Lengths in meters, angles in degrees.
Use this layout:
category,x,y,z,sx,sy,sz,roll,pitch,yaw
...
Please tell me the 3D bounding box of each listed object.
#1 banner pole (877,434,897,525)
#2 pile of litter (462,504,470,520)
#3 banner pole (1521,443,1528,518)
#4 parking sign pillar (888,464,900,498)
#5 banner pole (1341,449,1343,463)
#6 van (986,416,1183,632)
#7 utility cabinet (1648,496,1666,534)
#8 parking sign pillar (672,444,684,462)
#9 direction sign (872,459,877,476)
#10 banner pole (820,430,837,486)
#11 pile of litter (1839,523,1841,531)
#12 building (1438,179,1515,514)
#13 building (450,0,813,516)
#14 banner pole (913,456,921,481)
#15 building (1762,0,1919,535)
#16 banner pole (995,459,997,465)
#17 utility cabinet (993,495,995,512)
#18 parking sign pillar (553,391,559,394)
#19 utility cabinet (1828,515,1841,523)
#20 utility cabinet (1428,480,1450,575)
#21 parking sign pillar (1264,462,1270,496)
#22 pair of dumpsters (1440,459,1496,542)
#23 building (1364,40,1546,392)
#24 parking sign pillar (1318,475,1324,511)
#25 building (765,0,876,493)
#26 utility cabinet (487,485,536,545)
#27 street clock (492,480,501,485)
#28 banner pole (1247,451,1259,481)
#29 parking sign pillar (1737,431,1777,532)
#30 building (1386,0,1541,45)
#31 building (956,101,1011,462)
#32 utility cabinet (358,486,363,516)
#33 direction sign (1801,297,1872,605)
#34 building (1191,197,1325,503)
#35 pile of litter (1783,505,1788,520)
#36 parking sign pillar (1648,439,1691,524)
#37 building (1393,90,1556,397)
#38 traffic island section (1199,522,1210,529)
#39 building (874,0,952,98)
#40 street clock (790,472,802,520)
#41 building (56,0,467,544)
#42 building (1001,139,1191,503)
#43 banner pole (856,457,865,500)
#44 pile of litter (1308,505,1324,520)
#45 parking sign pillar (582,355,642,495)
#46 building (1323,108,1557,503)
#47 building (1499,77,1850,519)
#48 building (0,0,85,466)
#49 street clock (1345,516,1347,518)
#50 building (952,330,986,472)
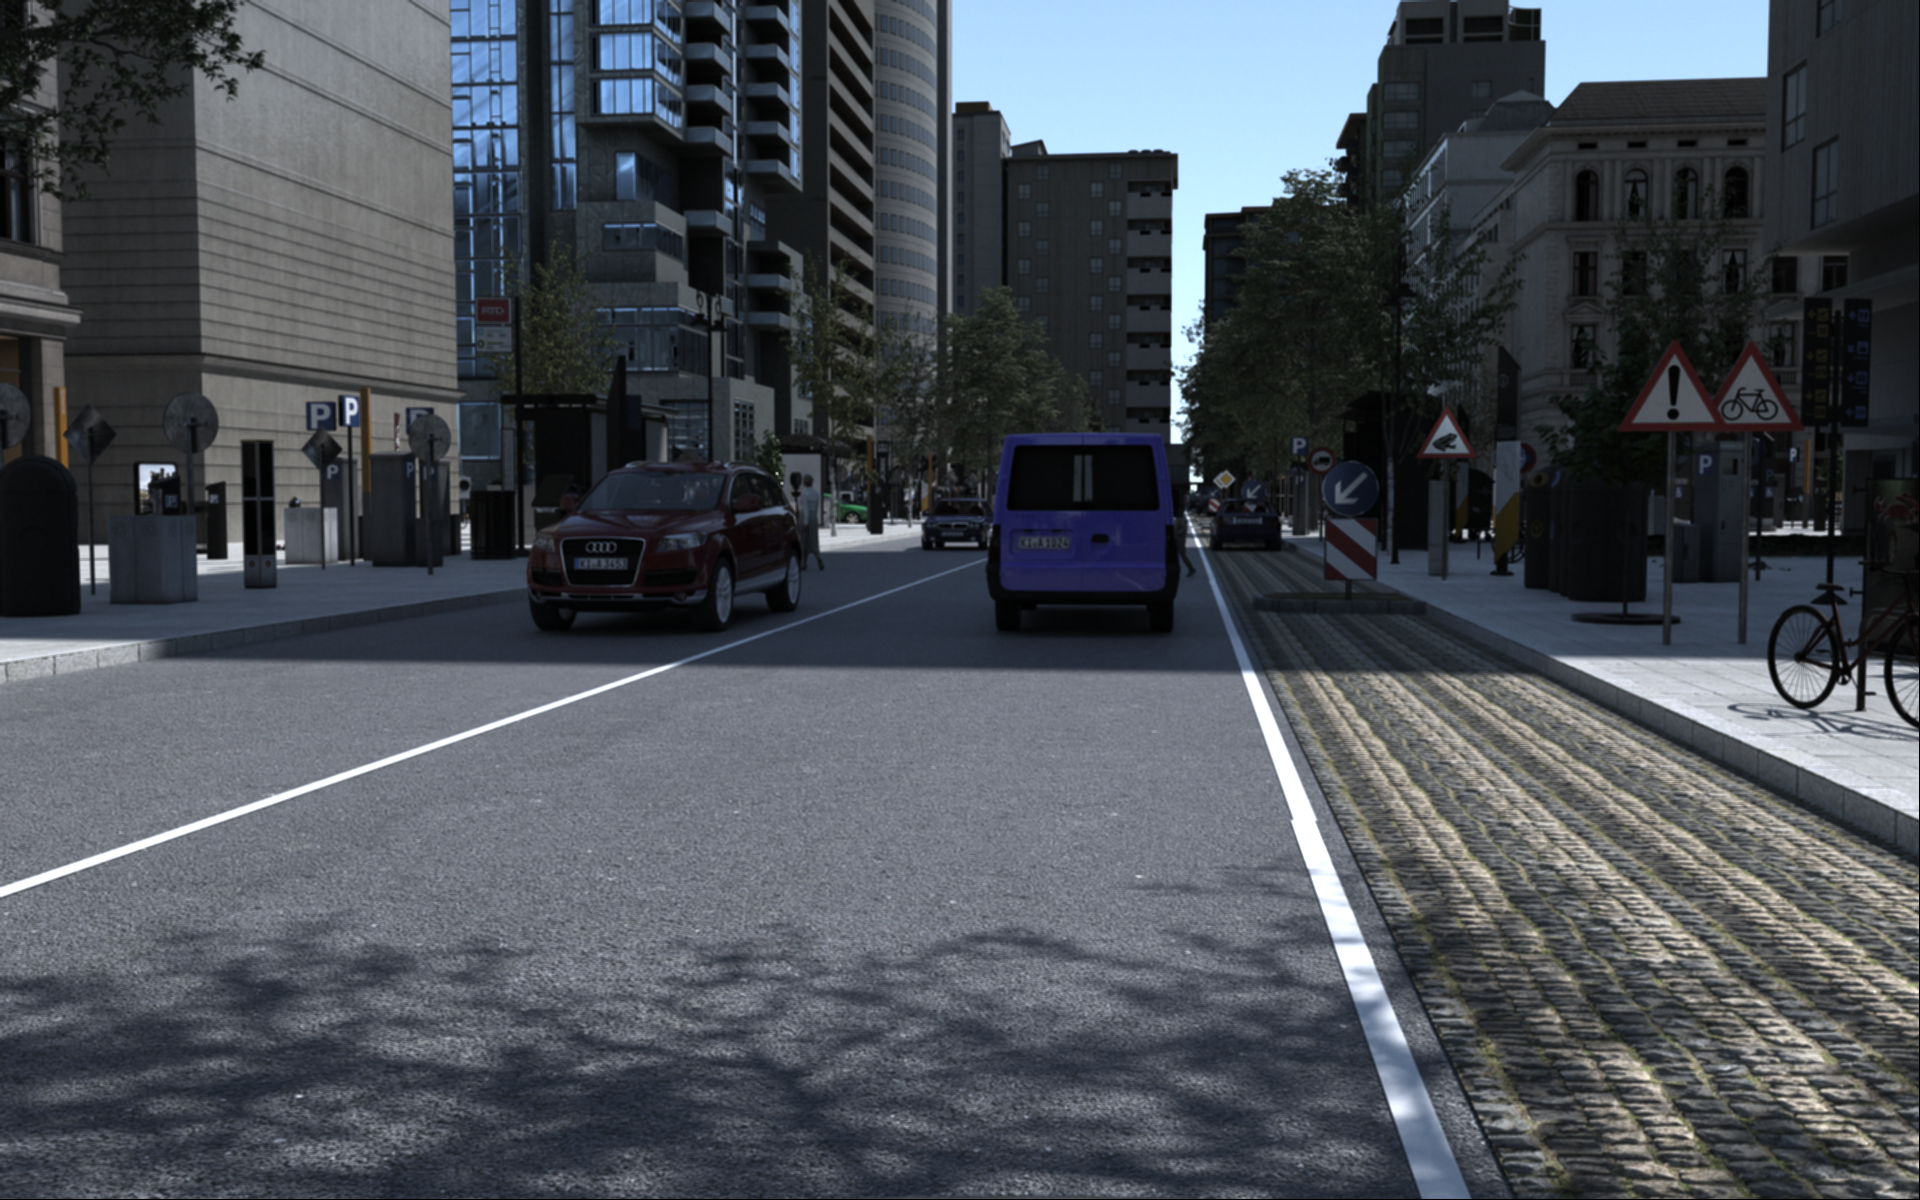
category,x,y,z,sx,sy,sz,roll,pitch,yaw
banner pole,-3.036,-4.990,71.598,0.863,3.779,0.401,0,4,-8
pile of litter,-24.164,-4.327,84.712,1.176,0.858,1.719,-1,4,-20
banner pole,27.646,-5.811,85.034,0.401,3.779,0.863,-1,4,-20
parking sign pillar,-6.055,-10.229,155.708,1.447,3.967,1.447,1,4,18
banner pole,18.910,-5.811,85.028,0.401,3.779,0.863,3,5,45
van,1.465,-0.939,19.732,2.240,2.365,5.245,0,4,6
utility cabinet,20.666,-2.477,51.668,0.306,1.237,1.020,3,5,40
parking sign pillar,-14.928,-6.450,93.937,1.447,3.967,1.447,-1,4,-16
direction sign,-5.286,-7.274,110.933,0.876,3.537,0.379,0,4,-6
banner pole,-5.164,-4.747,67.631,0.863,3.779,0.401,-2,4,-26
pile of litter,30.958,-2.783,59.462,1.719,0.858,1.176,-1,4,-15
building,37.643,-15.755,112.354,10.420,20.320,16.860,0,4,7
building,-21.760,-48.743,109.617,22.319,86.520,31.000,0,4,7
banner pole,-2.855,-7.582,113.980,0.863,3.779,0.401,-2,4,-27
building,36.595,-27.462,38.250,28.713,52.752,27.495,0,4,7
banner pole,2.432,-7.293,109.262,0.863,3.779,0.401,-2,4,-29
utility cabinet,2.406,-5.464,100.499,1.020,1.237,0.306,0,4,-1
parking sign pillar,-10.551,-3.439,44.702,1.447,3.967,1.447,-1,4,-11
utility cabinet,39.096,-4.015,76.815,1.020,1.237,0.306,1,4,16
utility cabinet,7.652,-1.161,27.656,0.318,1.500,1.173,1,4,14
parking sign pillar,20.272,-7.717,114.643,1.447,3.967,1.447,1,4,12
pair of dumpsters,13.881,-2.810,48.431,1.574,2.255,4.437,0,4,7
building,45.489,-29.189,160.827,14.154,41.232,14.086,0,4,7
parking sign pillar,27.282,-8.783,132.078,1.447,3.967,1.447,0,4,2
building,-19.432,-31.883,144.991,21.300,48.544,21.600,0,4,7
utility cabinet,-11.172,-2.112,43.206,1.173,1.500,0.318,-1,4,-12
street clock,-23.719,-5.148,88.733,0.471,2.002,0.358,-2,4,-34
banner pole,16.951,-6.766,100.648,0.863,3.779,0.401,0,4,5
parking sign pillar,27.192,-4.329,59.244,1.447,3.967,1.447,-1,4,-21
building,73.512,-49.879,253.775,20.611,71.187,20.563,0,4,7
building,-6.631,-44.172,264.217,28.212,58.520,21.231,0,4,7
utility cabinet,-15.865,-2.301,46.299,1.173,1.500,0.318,-3,4,-36
direction sign,10.148,-1.720,20.114,0.876,3.537,0.379,-1,4,-12
building,49.099,-36.948,258.715,28.867,44.769,22.147,0,4,7
pile of litter,40.847,-4.438,86.519,1.719,0.858,1.176,3,5,45
parking sign pillar,24.737,-4.453,61.281,1.447,3.967,1.447,-1,4,-18
building,41.195,-21.897,135.502,11.434,29.767,29.804,0,4,7
traffic island section,11.877,-3.447,78.640,2.009,0.180,2.903,0,4,7
building,-12.986,-38.467,170.926,21.231,58.520,28.212,0,4,7
street clock,-5.438,-3.235,57.459,0.358,2.002,0.471,1,4,19
building,-39.556,-16.971,53.896,44.131,29.872,17.030,0,4,7
building,21.436,-41.290,264.330,27.495,52.752,28.713,0,4,7
banner pole,-6.630,-7.647,115.047,0.863,3.779,0.401,-3,4,-37
pile of litter,17.751,-4.453,86.764,1.719,0.858,1.176,0,4,3
parking sign pillar,-6.684,-2.809,34.395,1.447,3.967,1.447,-1,4,-22
building,53.998,-33.099,195.786,22.147,44.769,28.867,0,4,7
building,40.204,-16.178,93.387,19.941,23.489,11.050,0,4,7
building,-26.582,-10.273,18.875,10.553,20.767,40.483,0,4,7
street clock,9.142,-2.212,40.744,0.358,2.002,0.471,1,4,15
building,-12.626,-22.102,206.411,28.899,21.520,27.650,0,4,7
